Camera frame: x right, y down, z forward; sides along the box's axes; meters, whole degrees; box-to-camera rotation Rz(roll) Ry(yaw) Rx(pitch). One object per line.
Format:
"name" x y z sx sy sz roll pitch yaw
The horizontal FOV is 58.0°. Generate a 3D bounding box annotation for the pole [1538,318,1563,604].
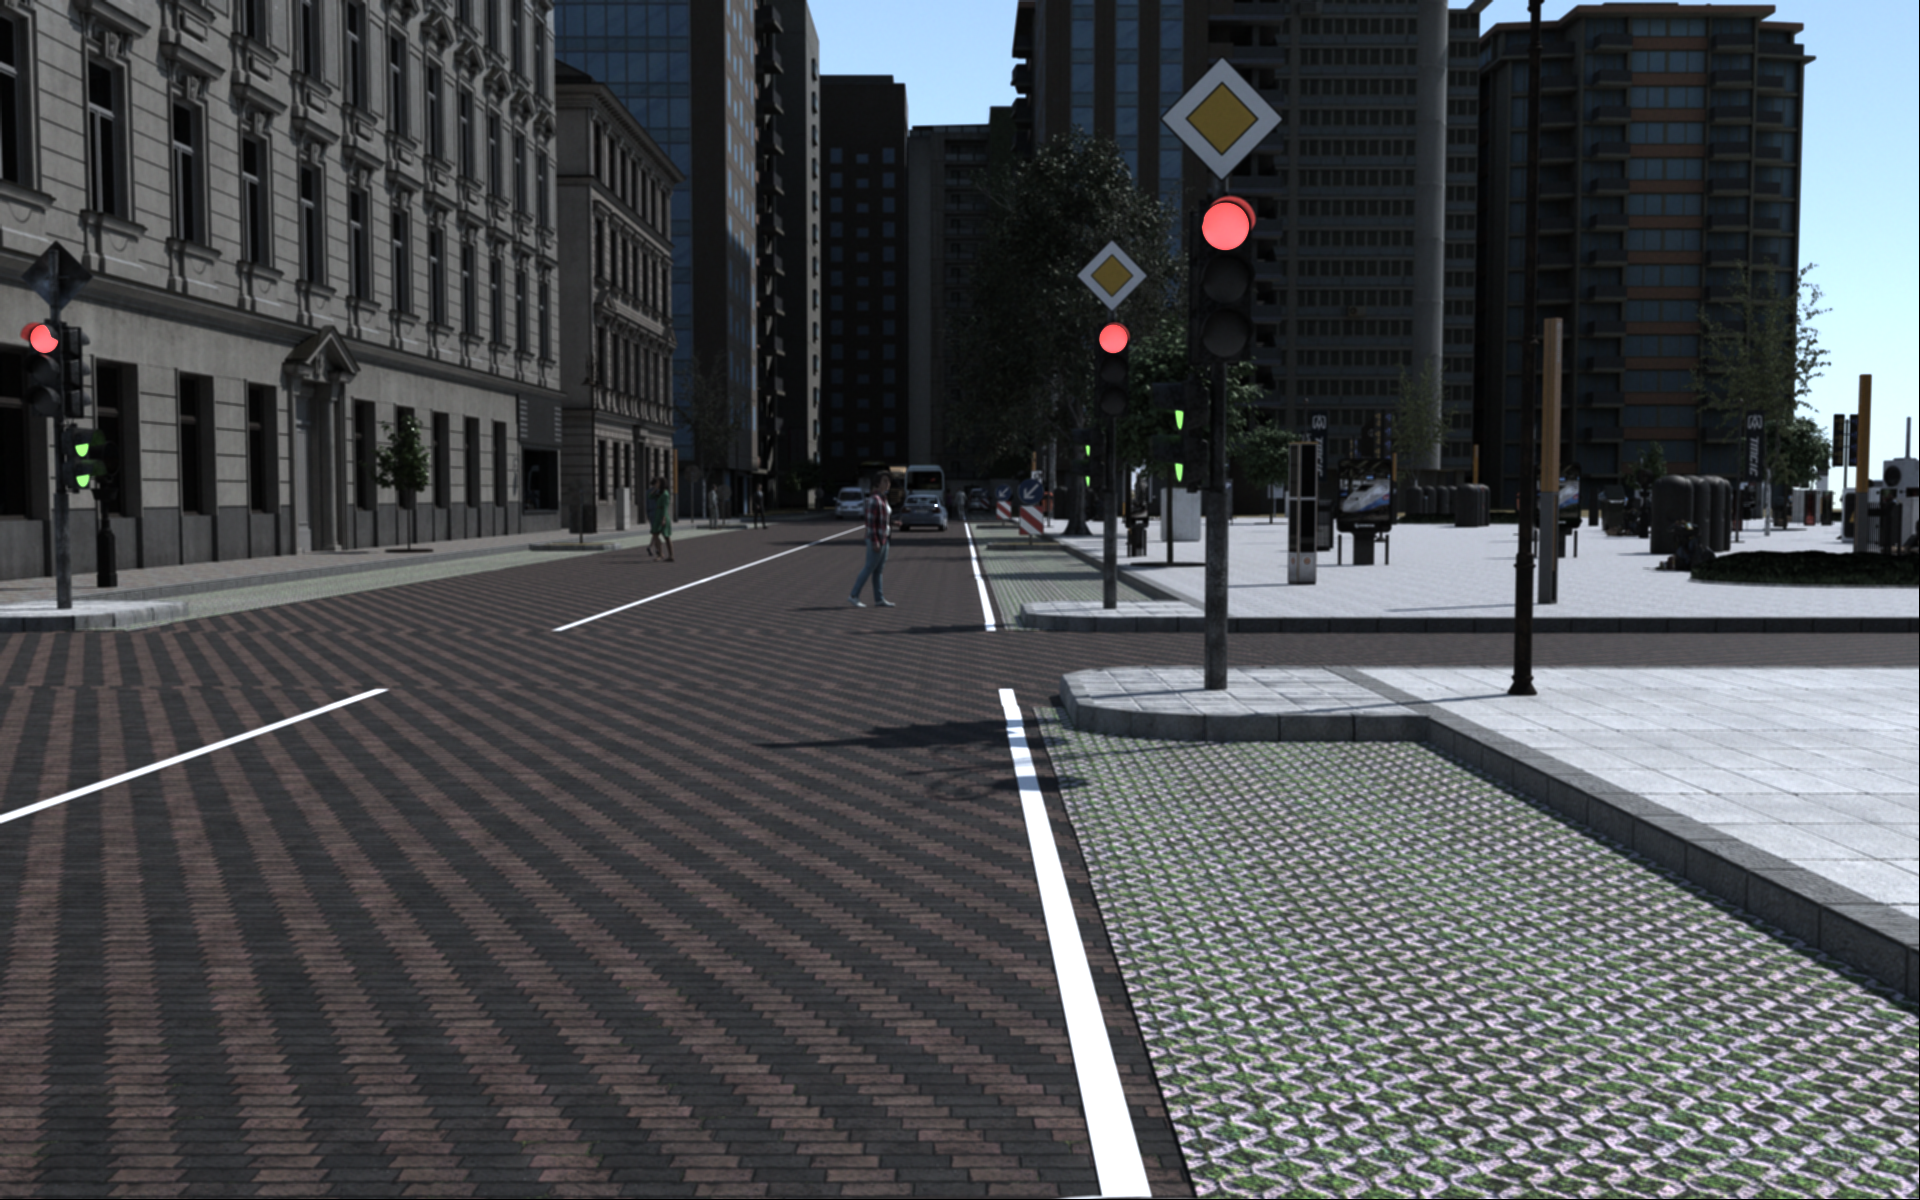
"pole" 6.880 -1.611 20.183 0.158 3.312 0.155 0 3 0

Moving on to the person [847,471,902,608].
"person" -1.078 -0.772 21.957 0.643 1.720 0.563 1 4 11

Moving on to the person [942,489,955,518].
"person" -0.598 -5.715 102.616 1.217 1.739 0.721 -3 4 -38

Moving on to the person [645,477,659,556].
"person" -7.122 -1.944 40.307 0.581 1.822 0.654 3 4 38

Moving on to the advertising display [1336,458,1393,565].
"advertising display" 7.322 -1.601 31.384 0.974 1.923 0.123 0 4 3

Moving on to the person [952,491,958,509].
"person" -0.230 -9.569 164.962 0.705 1.824 1.348 3 5 42

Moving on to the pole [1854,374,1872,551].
"pole" 15.415 -2.186 29.581 0.158 3.312 0.155 0 3 0

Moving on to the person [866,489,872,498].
"person" -6.195 -6.707 118.696 0.750 1.759 0.617 -1 4 -16

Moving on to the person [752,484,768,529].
"person" -8.192 -3.838 71.020 0.659 1.850 0.755 -3 5 -39

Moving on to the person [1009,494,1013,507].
"person" 5.083 -10.284 176.267 0.705 1.869 1.348 3 4 37

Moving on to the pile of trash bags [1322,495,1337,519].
"pile of trash bags" 19.082 -4.862 89.241 1.912 1.369 3.447 -3 5 -40

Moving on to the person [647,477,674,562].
"person" -6.267 -1.702 36.574 0.529 1.795 0.600 -2 4 -32

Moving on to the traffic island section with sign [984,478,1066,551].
"traffic island section with sign" 1.688 -2.194 44.503 1.989 1.847 2.006 0 3 0

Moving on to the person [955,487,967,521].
"person" 0.015 -5.037 90.952 0.635 1.810 0.391 -3 5 -42

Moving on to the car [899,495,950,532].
"car" -1.418 -3.400 67.597 2.014 1.417 4.499 0 4 1

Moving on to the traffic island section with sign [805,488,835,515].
"traffic island section with sign" -9.786 -6.882 121.152 1.989 1.847 2.006 0 3 0

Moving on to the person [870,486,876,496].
"person" -4.425 -4.904 88.661 0.573 1.828 0.580 -1 4 -22

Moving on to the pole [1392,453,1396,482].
"pole" 21.479 -5.618 85.692 0.158 3.312 0.155 0 3 0

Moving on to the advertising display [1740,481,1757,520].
"advertising display" 39.054 -4.935 85.904 0.123 1.923 0.974 -2 4 -31

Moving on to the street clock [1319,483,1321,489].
"street clock" 17.886 -5.039 86.963 0.471 2.002 0.358 1 4 19

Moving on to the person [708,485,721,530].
"person" -9.871 -3.713 69.307 0.391 1.810 0.635 -3 4 -36

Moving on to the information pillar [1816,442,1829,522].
"information pillar" 38.936 -5.310 78.178 0.504 3.616 0.183 1 4 14

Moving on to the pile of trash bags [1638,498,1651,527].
"pile of trash bags" 27.687 -3.517 67.251 1.912 1.369 3.447 0 4 0

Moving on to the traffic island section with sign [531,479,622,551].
"traffic island section with sign" -9.740 -2.179 44.255 1.989 1.847 2.006 0 3 0

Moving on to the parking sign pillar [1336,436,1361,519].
"parking sign pillar" 18.268 -5.637 80.638 1.447 3.967 1.447 0 4 -2

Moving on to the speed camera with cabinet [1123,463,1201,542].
"speed camera with cabinet" 5.458 -3.209 46.796 2.038 3.252 0.660 -1 4 -9

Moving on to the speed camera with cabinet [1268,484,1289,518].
"speed camera with cabinet" 17.771 -6.107 94.185 2.038 3.252 0.660 -1 4 -19

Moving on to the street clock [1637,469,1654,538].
"street clock" 19.889 -2.798 50.310 0.358 2.002 0.471 -1 4 -19

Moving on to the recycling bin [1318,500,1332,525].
"recycling bin" 14.864 -3.600 71.410 0.722 1.027 0.722 0 4 -8

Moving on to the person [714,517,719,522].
"person" -10.513 -3.693 73.889 0.505 1.210 0.382 3 5 40

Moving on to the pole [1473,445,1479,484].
"pole" 21.282 -4.750 71.513 0.158 3.312 0.155 0 3 0

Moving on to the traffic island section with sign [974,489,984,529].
"traffic island section with sign" 1.675 -3.847 71.530 1.989 1.847 2.006 0 3 0

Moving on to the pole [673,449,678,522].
"pole" -12.867 -5.165 78.294 0.158 3.312 0.155 0 3 0

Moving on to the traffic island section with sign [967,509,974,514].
"traffic island section with sign" 1.637 -6.926 121.867 1.989 1.847 2.006 0 3 0

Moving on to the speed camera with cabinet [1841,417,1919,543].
"speed camera with cabinet" 23.921 -3.100 45.023 0.660 3.252 2.038 -1 4 -15

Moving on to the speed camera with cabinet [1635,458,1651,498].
"speed camera with cabinet" 37.589 -6.080 93.748 0.660 3.252 2.038 -2 4 -33

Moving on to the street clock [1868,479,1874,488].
"street clock" 44.339 -4.893 84.577 0.471 2.002 0.358 3 5 44

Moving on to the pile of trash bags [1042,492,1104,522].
"pile of trash bags" 5.505 -4.396 81.630 3.447 1.369 1.912 1 4 11

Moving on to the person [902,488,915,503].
"person" -2.996 -5.896 104.879 0.705 1.826 1.348 -3 5 -43

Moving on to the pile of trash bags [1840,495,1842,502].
"pile of trash bags" 34.555 -3.402 65.370 1.912 1.369 3.447 3 4 36

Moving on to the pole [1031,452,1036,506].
"pole" 3.545 -5.477 83.385 0.158 3.312 0.155 0 3 0

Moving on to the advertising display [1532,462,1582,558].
"advertising display" 12.049 -1.821 34.984 0.974 1.923 0.123 0 4 -7

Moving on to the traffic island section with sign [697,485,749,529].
"traffic island section with sign" -9.742 -3.842 71.437 1.989 1.847 2.006 0 3 0

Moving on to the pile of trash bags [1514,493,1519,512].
"pile of trash bags" 29.704 -4.925 90.268 1.912 1.369 3.447 2 4 35

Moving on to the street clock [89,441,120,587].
"street clock" -11.758 -1.178 23.823 0.358 2.002 0.471 0 4 2

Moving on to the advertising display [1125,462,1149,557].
"advertising display" 3.625 -1.849 35.441 0.123 1.923 0.974 2 4 28
